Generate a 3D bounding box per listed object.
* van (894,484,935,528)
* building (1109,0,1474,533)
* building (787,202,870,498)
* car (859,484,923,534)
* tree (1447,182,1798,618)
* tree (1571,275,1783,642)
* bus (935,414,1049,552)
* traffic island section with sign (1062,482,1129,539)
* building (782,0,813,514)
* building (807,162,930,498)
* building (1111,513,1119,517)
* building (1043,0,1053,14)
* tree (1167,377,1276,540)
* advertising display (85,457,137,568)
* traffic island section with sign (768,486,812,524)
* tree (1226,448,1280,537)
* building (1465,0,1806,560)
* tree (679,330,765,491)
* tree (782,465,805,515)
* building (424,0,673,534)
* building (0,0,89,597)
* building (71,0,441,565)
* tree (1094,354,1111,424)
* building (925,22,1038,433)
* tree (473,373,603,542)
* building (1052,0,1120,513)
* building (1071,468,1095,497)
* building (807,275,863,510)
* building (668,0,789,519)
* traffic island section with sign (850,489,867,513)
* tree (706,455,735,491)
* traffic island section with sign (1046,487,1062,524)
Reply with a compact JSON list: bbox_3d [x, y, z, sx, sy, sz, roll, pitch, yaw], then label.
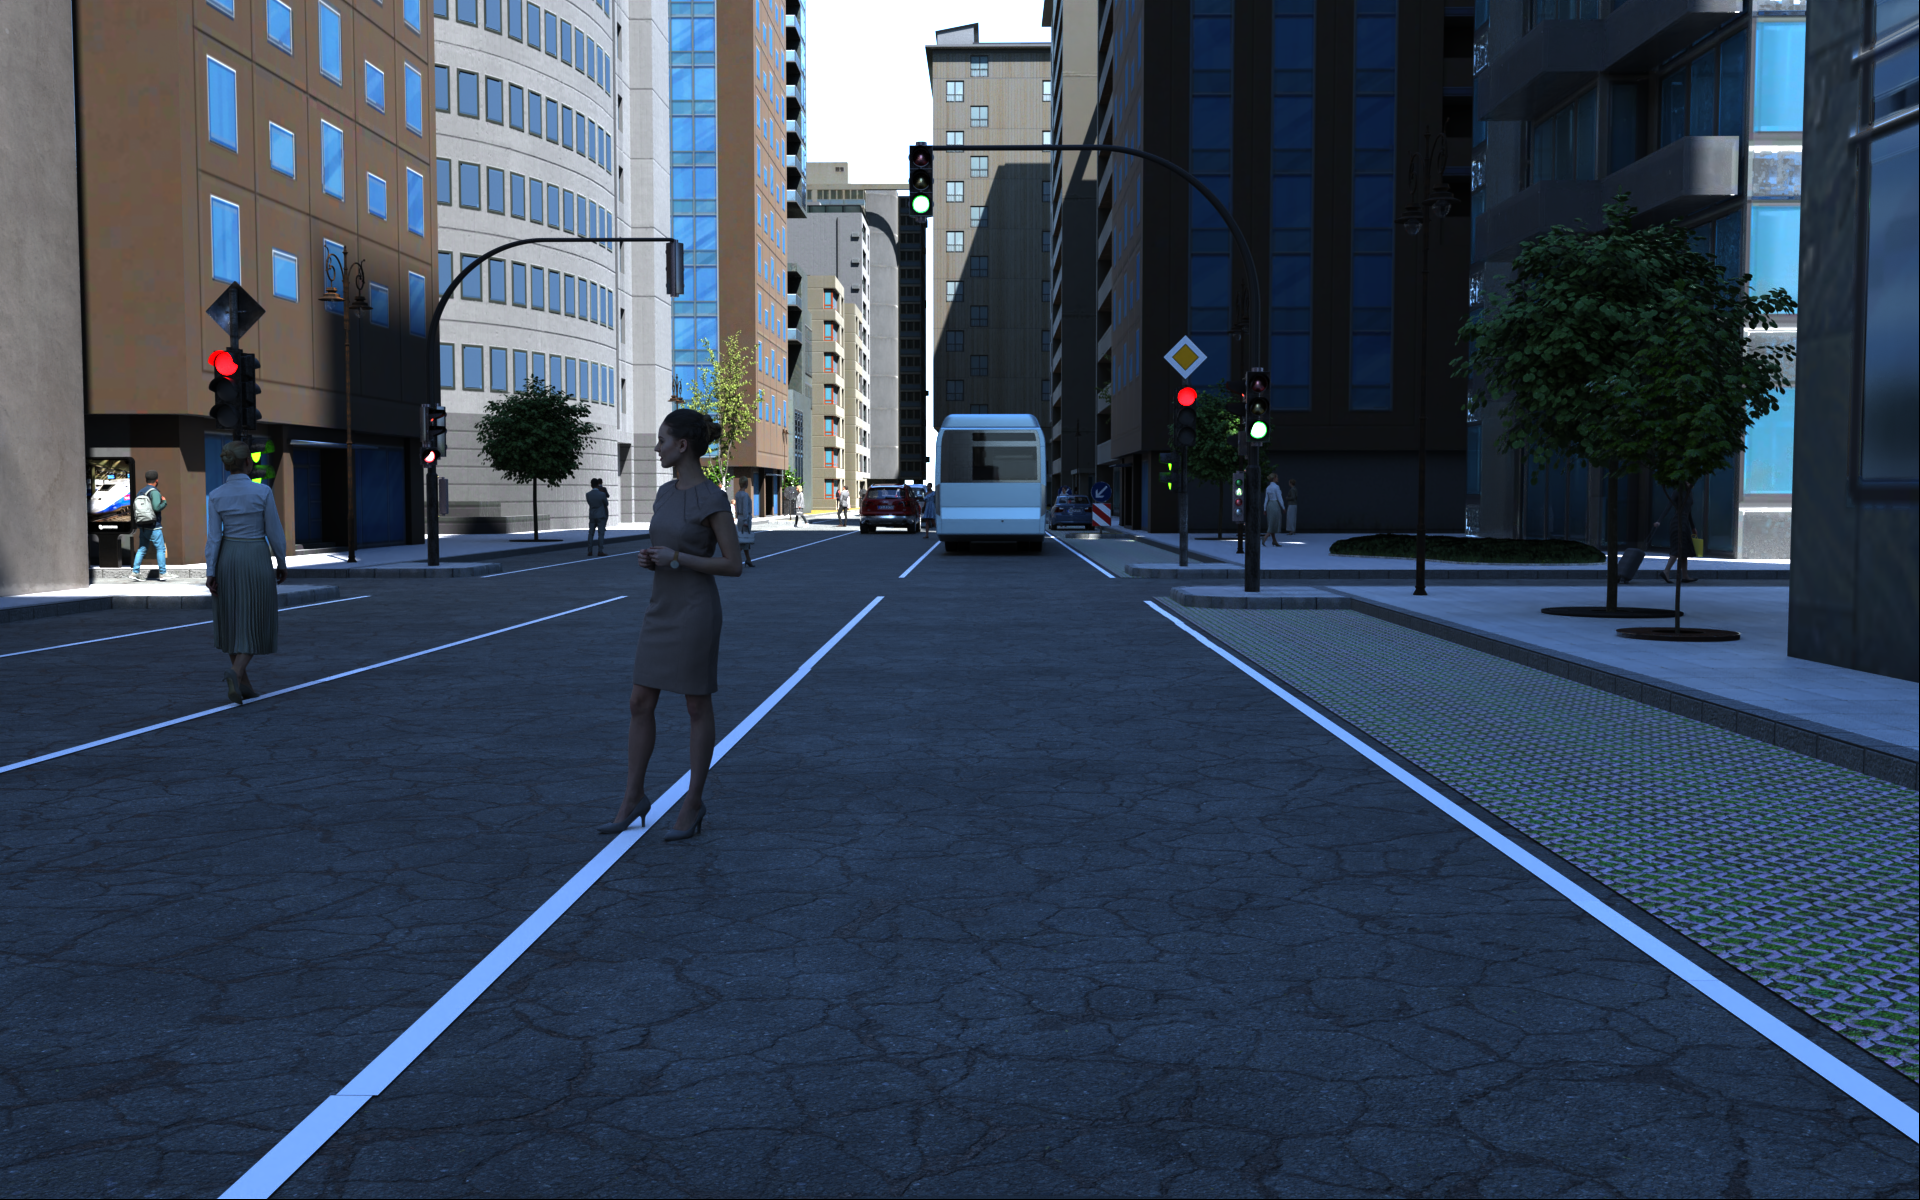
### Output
[{"bbox_3d":[-1.973,-4.149,74.842,2.013,2.044,4.112,0,4,2],"label":"van"},{"bbox_3d":[12.883,-25.175,61.721,14.600,45.320,14.200,0,4,1],"label":"building"},{"bbox_3d":[-16.247,-24.674,175.127,14.107,30.474,14.160,0,4,1],"label":"building"},{"bbox_3d":[-2.556,-3.401,64.275,2.281,1.827,5.304,0,4,2],"label":"car"},{"bbox_3d":[6.957,-2.128,18.514,4.285,4.588,4.351,0,3,0],"label":"tree"},{"bbox_3d":[6.314,-1.278,15.500,1.663,3.219,1.824,0,3,0],"label":"tree"},{"bbox_3d":[0.970,-3.152,46.390,2.948,3.499,13.247,0,4,2],"label":"bus"},{"bbox_3d":[4.432,-2.912,56.232,1.989,1.847,2.006,0,4,1],"label":"traffic island section with sign"},{"bbox_3d":[-21.152,-49.373,119.915,22.319,86.520,31.000,0,4,1],"label":"building"},{"bbox_3d":[-15.905,-31.401,205.281,23.993,40.220,32.217,0,4,1],"label":"building"},{"bbox_3d":[18.547,-28.599,91.303,21.300,48.544,21.600,0,4,1],"label":"building"},{"bbox_3d":[22.559,-35.347,167.155,28.713,52.752,27.495,0,4,1],"label":"building"},{"bbox_3d":[7.292,-3.974,48.685,4.285,4.588,4.351,0,3,0],"label":"tree"},{"bbox_3d":[-14.752,-1.518,30.026,0.974,1.923,0.123,1,4,10],"label":"advertising display"},{"bbox_3d":[-8.200,-4.609,83.991,1.989,1.847,2.006,0,4,1],"label":"traffic island section with sign"},{"bbox_3d":[8.943,-3.558,52.771,1.663,3.219,1.824,0,3,0],"label":"tree"},{"bbox_3d":[28.082,-25.812,41.635,30.456,49.044,23.786,0,4,1],"label":"building"},{"bbox_3d":[-10.772,-7.829,78.373,4.737,8.622,4.395,0,3,0],"label":"tree"},{"bbox_3d":[-10.502,-6.788,105.586,1.663,3.219,1.824,0,3,0],"label":"tree"},{"bbox_3d":[-24.135,-32.014,65.422,21.231,58.520,28.212,0,4,1],"label":"building"},{"bbox_3d":[-29.050,-12.785,13.553,34.151,26.468,19.350,0,4,1],"label":"building"},{"bbox_3d":[-20.429,-23.639,36.605,14.600,45.320,14.200,0,4,1],"label":"building"},{"bbox_3d":[8.231,-7.805,77.975,4.737,8.622,4.395,0,3,0],"label":"tree"},{"bbox_3d":[10.192,-37.545,203.095,27.495,52.752,28.713,0,4,1],"label":"building"},{"bbox_3d":[-11.453,-3.872,47.018,4.285,4.588,4.351,0,3,0],"label":"tree"},{"bbox_3d":[18.662,-31.752,142.845,21.300,48.544,21.600,0,4,1],"label":"building"},{"bbox_3d":[24.151,-26.200,120.247,32.217,40.220,23.993,0,4,1],"label":"building"},{"bbox_3d":[-23.429,-18.764,151.836,27.650,21.520,28.899,0,4,1],"label":"building"},{"bbox_3d":[-17.221,-27.202,94.862,14.600,45.320,14.200,0,4,1],"label":"building"},{"bbox_3d":[-7.366,-7.592,132.756,1.989,1.847,2.006,0,4,1],"label":"traffic island section with sign"},{"bbox_3d":[-11.981,-5.568,85.630,1.663,3.219,1.824,0,3,0],"label":"tree"},{"bbox_3d":[4.902,-4.560,83.183,1.989,1.847,2.006,0,4,1],"label":"traffic island section with sign"}]
